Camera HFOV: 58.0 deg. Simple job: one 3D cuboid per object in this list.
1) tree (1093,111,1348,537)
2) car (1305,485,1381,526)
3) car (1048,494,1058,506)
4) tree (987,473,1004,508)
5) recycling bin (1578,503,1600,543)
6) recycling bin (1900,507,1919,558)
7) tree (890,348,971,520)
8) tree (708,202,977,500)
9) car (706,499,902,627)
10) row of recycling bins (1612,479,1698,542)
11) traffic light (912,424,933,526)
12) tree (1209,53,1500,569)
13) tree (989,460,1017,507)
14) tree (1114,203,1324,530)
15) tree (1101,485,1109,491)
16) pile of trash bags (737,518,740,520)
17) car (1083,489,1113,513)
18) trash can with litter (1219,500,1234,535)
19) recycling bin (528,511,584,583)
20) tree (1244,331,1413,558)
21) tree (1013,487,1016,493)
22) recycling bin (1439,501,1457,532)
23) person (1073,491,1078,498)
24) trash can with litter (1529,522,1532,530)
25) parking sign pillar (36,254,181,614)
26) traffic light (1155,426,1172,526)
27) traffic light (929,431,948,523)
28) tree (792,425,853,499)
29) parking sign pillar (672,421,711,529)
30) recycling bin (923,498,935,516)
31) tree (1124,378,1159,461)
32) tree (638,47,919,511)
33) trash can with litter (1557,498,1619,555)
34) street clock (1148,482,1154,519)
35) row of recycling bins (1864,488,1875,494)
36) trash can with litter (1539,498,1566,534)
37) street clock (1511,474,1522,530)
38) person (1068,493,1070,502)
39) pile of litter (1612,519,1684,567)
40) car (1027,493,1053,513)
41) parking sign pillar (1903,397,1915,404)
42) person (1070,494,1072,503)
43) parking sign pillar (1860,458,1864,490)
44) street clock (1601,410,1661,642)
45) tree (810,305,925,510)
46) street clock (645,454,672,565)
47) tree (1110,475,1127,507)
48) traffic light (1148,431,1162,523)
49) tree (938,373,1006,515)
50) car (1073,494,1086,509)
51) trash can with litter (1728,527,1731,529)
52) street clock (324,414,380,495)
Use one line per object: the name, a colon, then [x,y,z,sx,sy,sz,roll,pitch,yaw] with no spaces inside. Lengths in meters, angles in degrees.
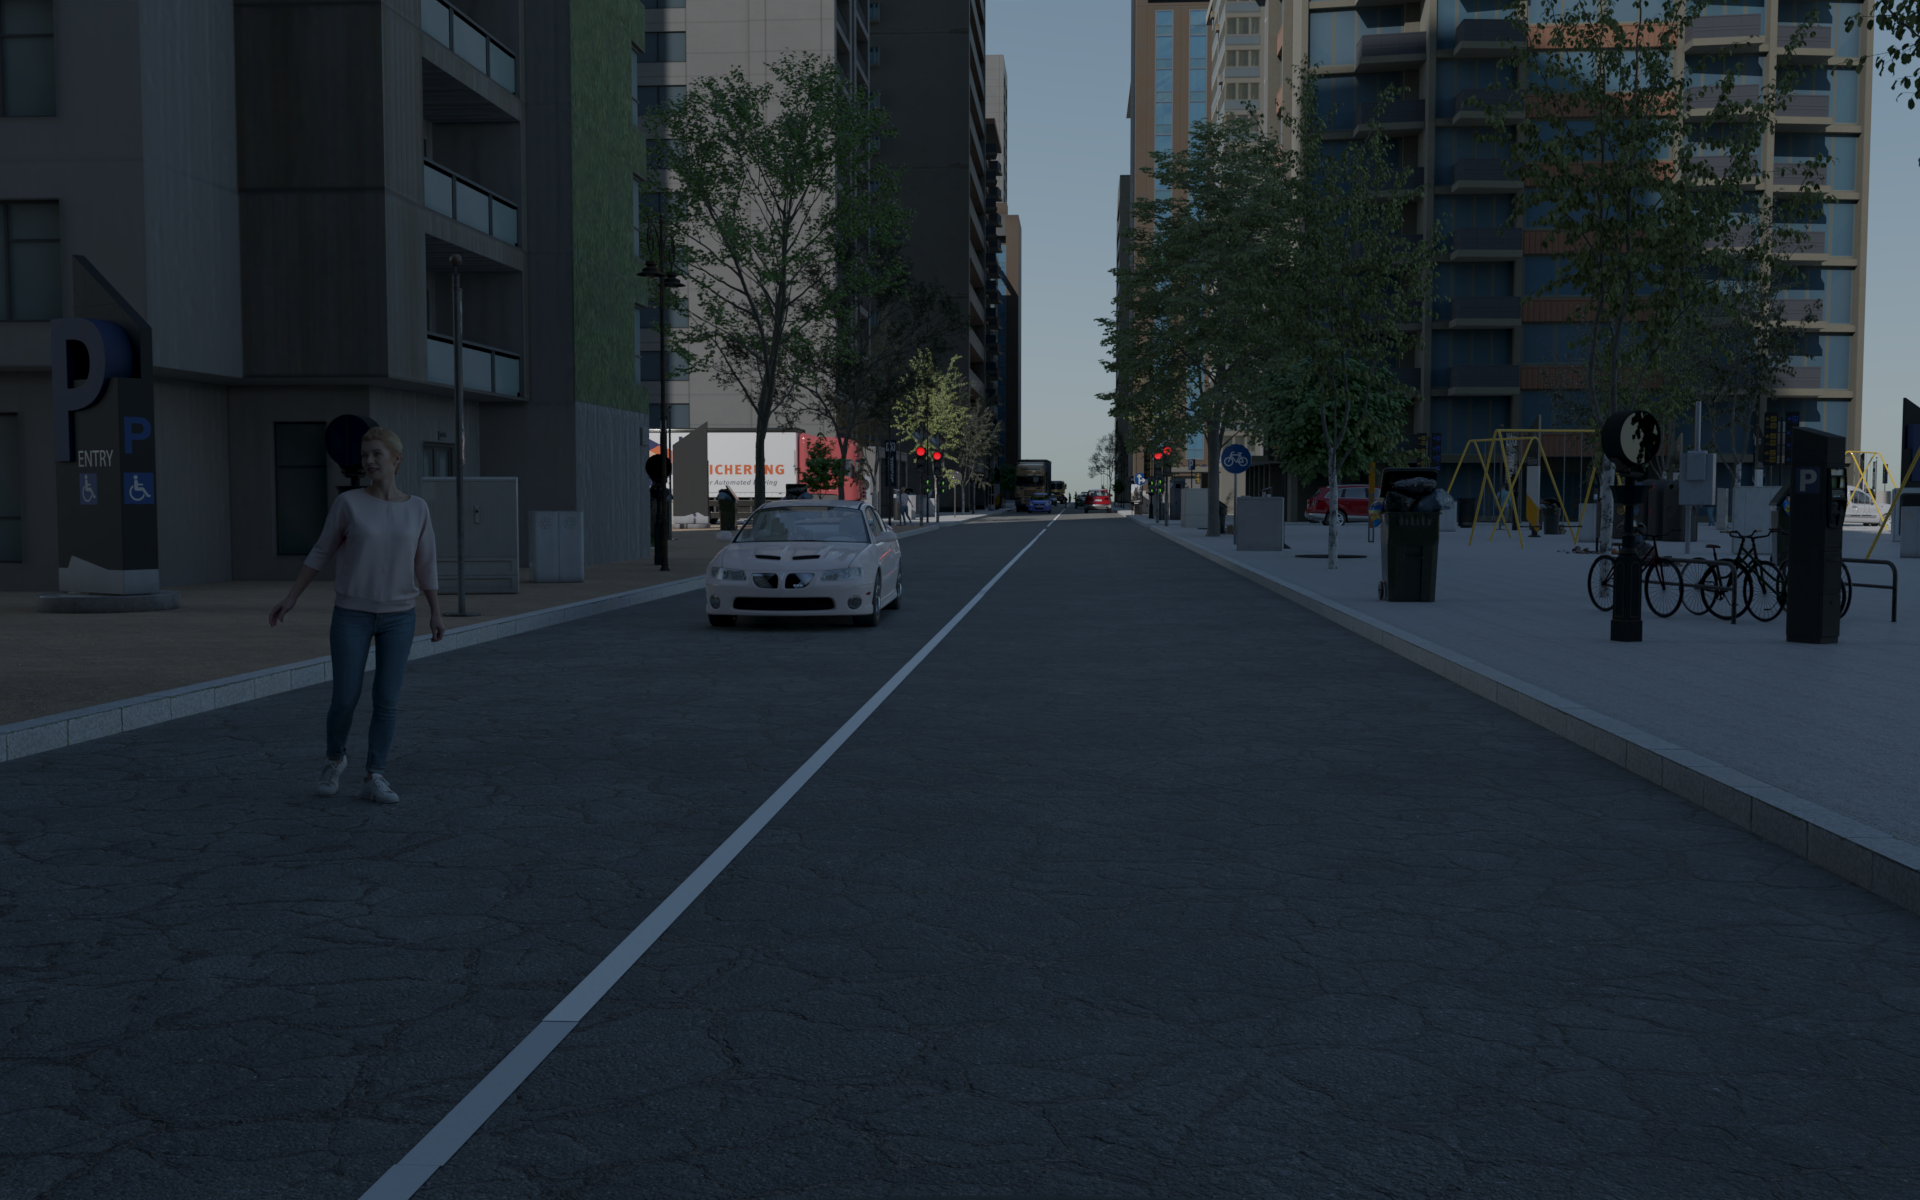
tree: [8.052,-8.177,51.828,7.486,12.596,7.792,0,3,0]
car: [16.930,-3.840,71.452,5.304,1.827,2.281,0,4,6]
car: [10.534,-11.877,203.975,2.009,1.686,4.222,0,4,2]
tree: [3.288,-10.223,161.750,1.663,3.219,1.824,0,3,0]
recycling bin: [16.888,-2.055,46.147,0.722,1.027,0.722,2,4,24]
recycling bin: [19.407,-1.358,34.765,0.722,1.027,0.722,-2,4,-34]
tree: [-1.272,-8.323,86.448,4.737,8.622,4.395,0,3,0]
tree: [-3.886,-7.416,55.666,8.767,10.594,7.601,-1,4,-9]
car: [-1.727,-0.484,20.276,2.083,1.381,4.827,0,4,3]
row of recycling bins: [19.300,-2.506,48.080,1.069,1.692,3.534,0,4,-8]
traffic light: [-1.534,-4.930,69.531,0.839,4.253,0.868,0,4,4]
tree: [6.308,-4.816,29.107,4.737,8.622,4.395,0,3,0]
tree: [4.406,-11.215,167.081,4.285,4.588,4.351,0,3,0]
tree: [9.190,-8.351,62.287,9.928,11.665,9.643,0,3,0]
tree: [25.412,-19.168,308.002,1.663,3.219,1.824,0,3,0]
pile of trash bags: [-12.482,-4.619,85.275,3.447,1.369,1.912,1,4,9]
car: [10.380,-7.451,130.503,2.281,1.827,5.304,0,4,4]
trash can with litter: [8.467,-2.683,55.254,1.055,1.170,0.624,2,4,34]
recycling bin: [-5.894,-0.778,25.272,0.722,1.027,0.722,-1,4,-19]
tree: [7.454,-3.142,35.080,4.285,4.588,4.351,0,3,0]
tree: [6.768,-12.690,202.088,1.663,3.219,1.824,0,3,0]
recycling bin: [16.551,-2.859,59.297,0.722,1.027,0.722,0,4,1]
person: [15.894,-14.045,238.151,0.705,1.822,1.348,-2,4,-23]
trash can with litter: [20.509,-3.064,61.490,0.624,1.170,1.055,1,4,16]
parking sign pillar: [-9.469,-1.877,19.158,1.447,3.967,1.447,2,4,34]
traffic light: [8.205,-4.890,68.876,0.839,4.253,0.868,0,4,4]
traffic light: [-0.984,-5.418,77.497,0.839,4.253,0.868,0,4,4]
tree: [-4.048,-3.327,49.003,1.663,3.219,1.824,0,3,0]
parking sign pillar: [-9.994,-4.638,64.302,1.447,3.967,1.447,0,4,-1]
recycling bin: [-1.907,-5.385,100.595,0.722,1.027,0.722,-1,4,-18]
tree: [11.340,-9.014,97.748,4.737,8.622,4.395,0,3,0]
tree: [-4.594,-7.030,40.694,9.928,11.665,9.643,0,3,0]
trash can with litter: [13.798,-1.614,37.448,1.678,1.210,2.233,-1,4,-13]
street clock: [9.925,-5.218,89.890,0.358,2.002,0.471,2,4,26]
row of recycling bins: [62.855,-7.087,122.984,3.534,1.692,1.069,2,4,25]
trash can with litter: [18.833,-2.668,55.001,0.624,1.170,1.055,3,5,41]
street clock: [19.607,-3.457,61.095,0.358,2.002,0.471,0,4,-2]
person: [18.994,-17.783,300.046,0.445,1.727,0.742,0,4,3]
pile of litter: [12.351,-1.062,31.329,1.176,0.858,1.719,0,4,-6]
car: [6.013,-7.387,130.370,1.945,1.707,3.694,0,4,4]
parking sign pillar: [26.988,-3.659,48.303,1.447,3.967,1.447,0,4,-1]
person: [17.237,-15.740,269.070,0.599,1.433,0.991,-1,4,-10]
parking sign pillar: [48.597,-6.473,94.306,1.447,3.967,1.447,0,4,-5]
street clock: [5.814,-0.641,15.054,0.471,2.002,0.358,-2,4,-23]
tree: [-3.524,-7.107,66.563,4.360,8.622,3.978,0,3,0]
street clock: [-5.427,-1.631,31.230,0.471,2.002,0.358,-1,4,-12]
tree: [18.046,-12.282,195.414,1.663,3.219,1.824,0,3,0]
traffic light: [8.756,-5.377,76.843,0.839,4.253,0.868,0,4,4]
tree: [0.266,-9.445,104.784,4.360,8.622,3.978,0,3,0]
car: [12.270,-9.754,171.272,2.131,1.459,4.920,0,4,4]
trash can with litter: [28.734,-3.255,64.279,2.233,1.210,1.678,-3,4,-38]
street clock: [-5.522,-0.689,15.837,0.471,2.002,0.358,1,4,9]
